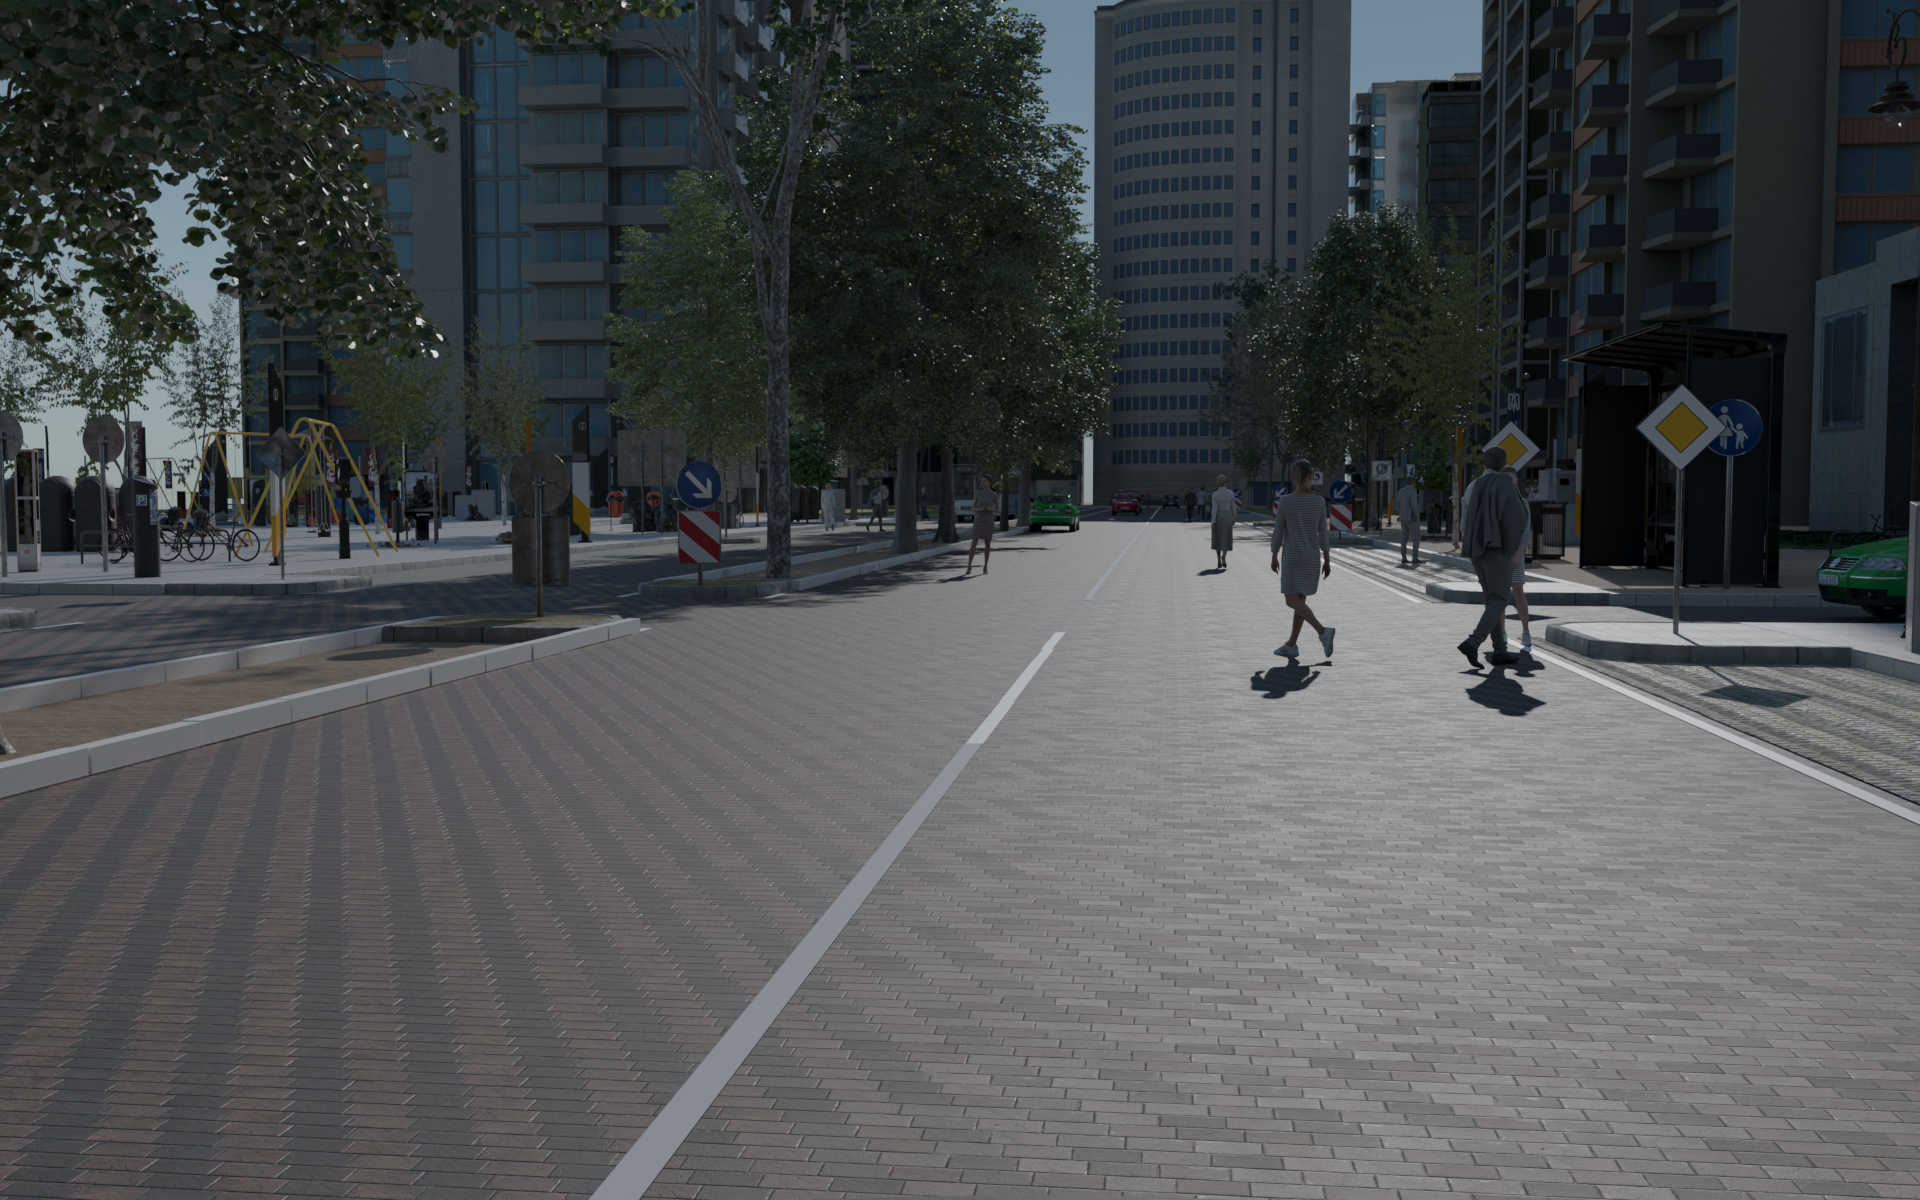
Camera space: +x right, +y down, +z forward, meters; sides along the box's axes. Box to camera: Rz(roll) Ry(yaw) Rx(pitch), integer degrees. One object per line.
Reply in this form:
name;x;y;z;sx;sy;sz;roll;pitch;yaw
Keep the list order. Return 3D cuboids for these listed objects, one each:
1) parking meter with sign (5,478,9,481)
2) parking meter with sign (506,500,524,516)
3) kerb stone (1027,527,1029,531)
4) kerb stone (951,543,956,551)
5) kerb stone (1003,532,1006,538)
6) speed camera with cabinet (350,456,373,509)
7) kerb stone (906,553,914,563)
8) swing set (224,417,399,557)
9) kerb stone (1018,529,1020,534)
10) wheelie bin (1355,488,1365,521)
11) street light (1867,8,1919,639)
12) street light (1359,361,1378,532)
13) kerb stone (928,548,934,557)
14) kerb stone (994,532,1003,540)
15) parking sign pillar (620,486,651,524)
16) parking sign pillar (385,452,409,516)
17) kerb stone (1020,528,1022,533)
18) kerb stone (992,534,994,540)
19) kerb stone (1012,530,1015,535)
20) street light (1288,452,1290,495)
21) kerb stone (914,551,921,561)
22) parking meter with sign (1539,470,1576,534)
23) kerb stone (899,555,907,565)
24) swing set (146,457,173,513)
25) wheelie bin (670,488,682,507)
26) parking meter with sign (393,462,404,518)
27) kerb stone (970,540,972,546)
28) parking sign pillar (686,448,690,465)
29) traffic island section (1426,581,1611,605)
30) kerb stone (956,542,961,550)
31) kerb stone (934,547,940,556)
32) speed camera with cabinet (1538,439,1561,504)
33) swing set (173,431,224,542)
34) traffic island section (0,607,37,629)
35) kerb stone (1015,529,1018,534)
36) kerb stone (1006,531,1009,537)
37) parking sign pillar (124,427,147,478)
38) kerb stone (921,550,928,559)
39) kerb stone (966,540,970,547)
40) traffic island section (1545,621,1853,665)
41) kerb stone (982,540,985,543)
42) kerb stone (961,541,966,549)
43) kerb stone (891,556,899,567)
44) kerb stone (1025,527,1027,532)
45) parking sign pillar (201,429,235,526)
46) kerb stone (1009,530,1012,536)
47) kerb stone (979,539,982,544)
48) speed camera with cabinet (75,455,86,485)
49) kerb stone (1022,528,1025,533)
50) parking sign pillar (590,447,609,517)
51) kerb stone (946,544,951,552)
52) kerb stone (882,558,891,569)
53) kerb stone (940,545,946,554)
parking meter with sign;-46.490;-5.379;84.211;1.738;3.016;0.543;0;4;-7
parking meter with sign;-26.194;-6.540;103.185;0.543;3.016;1.738;3;4;38
kerb stone;2.435;-2.668;65.814;0.120;0.150;1.000;0;4;7
kerb stone;-0.284;-1.298;43.411;0.120;0.150;1.000;0;4;7
kerb stone;1.319;-2.105;56.665;0.120;0.150;1.000;0;4;7
speed camera with cabinet;-31.067;-5.844;89.884;0.660;3.252;2.038;0;4;-1
kerb stone;-1.152;-0.862;36.290;0.120;0.150;1.000;0;4;7
swing set;-13.600;-2.387;36.642;2.862;2.851;3.119;-1;4;-10
kerb stone;1.945;-2.419;61.753;0.120;0.150;1.000;0;4;7
wheelie bin;19.088;-4.622;83.486;0.980;1.594;0.693;0;4;5
street light;8.469;-2.596;15.235;0.468;5.910;1.993;0;4;7
street light;13.890;-5.274;59.016;0.468;5.910;1.993;0;4;7
kerb stone;-0.778;-1.047;39.346;0.120;0.150;1.000;0;4;7
kerb stone;1.203;-2.046;55.649;0.120;0.150;1.000;0;4;7
parking sign pillar;-14.035;-5.295;75.045;1.447;3.967;1.447;3;4;38
parking sign pillar;-33.205;-6.960;102.273;1.447;3.967;1.447;-1;4;-19
kerb stone;2.068;-2.479;62.768;0.120;0.150;1.000;0;4;7
kerb stone;0.836;-1.859;52.584;0.120;0.150;1.000;0;4;7
kerb stone;1.703;-2.295;59.723;0.120;0.150;1.000;0;4;7
street light;18.582;-7.644;97.765;0.468;5.910;1.993;0;4;7
kerb stone;-1.016;-0.924;37.303;0.120;0.150;1.000;0;4;7
parking meter with sign;19.622;-3.658;56.070;1.738;3.016;0.543;1;4;15
kerb stone;-1.273;-0.793;35.275;0.120;0.150;1.000;0;4;7
swing set;-34.462;-4.706;74.567;3.119;2.851;2.862;3;5;43
wheelie bin;-14.839;-5.106;91.389;0.980;1.594;0.693;1;4;12
parking meter with sign;-30.253;-5.981;94.054;0.543;3.016;1.738;-2;4;-31
kerb stone;0.205;-1.544;47.484;0.120;0.150;1.000;0;4;7
parking sign pillar;-15.954;-6.891;101.144;1.447;3.967;1.447;-1;4;-10
traffic island section;7.566;-0.097;23.868;2.009;0.180;2.903;0;4;7
kerb stone;-0.156;-1.358;44.435;0.120;0.150;1.000;0;4;7
kerb stone;-0.654;-1.106;40.365;0.120;0.150;1.000;0;4;7
speed camera with cabinet;22.096;-4.205;63.093;2.038;3.252;0.660;-1;4;-19
swing set;-17.862;-2.872;44.582;2.862;2.851;3.119;2;4;30
traffic island section;-11.157;0.256;18.095;2.009;0.180;2.903;0;4;7
kerb stone;1.831;-2.357;60.737;0.120;0.150;1.000;0;4;7
kerb stone;1.447;-2.171;57.685;0.120;0.150;1.000;0;4;7
parking sign pillar;-32.750;-4.913;68.800;1.447;3.967;1.447;0;4;-6
kerb stone;-0.900;-0.983;38.327;0.120;0.150;1.000;0;4;7
kerb stone;0.086;-1.483;46.468;0.120;0.150;1.000;0;4;7
traffic island section;6.604;0.388;15.941;2.009;0.180;2.903;0;4;7
kerb stone;0.707;-1.794;51.558;0.120;0.150;1.000;0;4;7
kerb stone;-0.036;-1.422;45.453;0.120;0.150;1.000;0;4;7
kerb stone;-1.395;-0.736;34.255;0.120;0.150;1.000;0;4;7
kerb stone;2.316;-2.606;64.799;0.120;0.150;1.000;0;4;7
parking sign pillar;-30.629;-5.057;71.149;1.447;3.967;1.447;0;4;6
kerb stone;1.583;-2.233;58.708;0.120;0.150;1.000;0;4;7
kerb stone;0.456;-1.672;49.529;0.120;0.150;1.000;0;4;7
speed camera with cabinet;-45.404;-5.753;88.395;2.038;3.252;0.660;0;4;-4
kerb stone;2.198;-2.543;63.783;0.120;0.150;1.000;0;4;7
parking sign pillar;-20.791;-6.798;99.616;1.447;3.967;1.447;2;4;30
kerb stone;-0.400;-1.235;42.396;0.120;0.150;1.000;0;4;7
kerb stone;-1.513;-0.675;33.234;0.120;0.150;1.000;0;4;7
kerb stone;-0.527;-1.172;41.379;0.120;0.150;1.000;0;4;7
